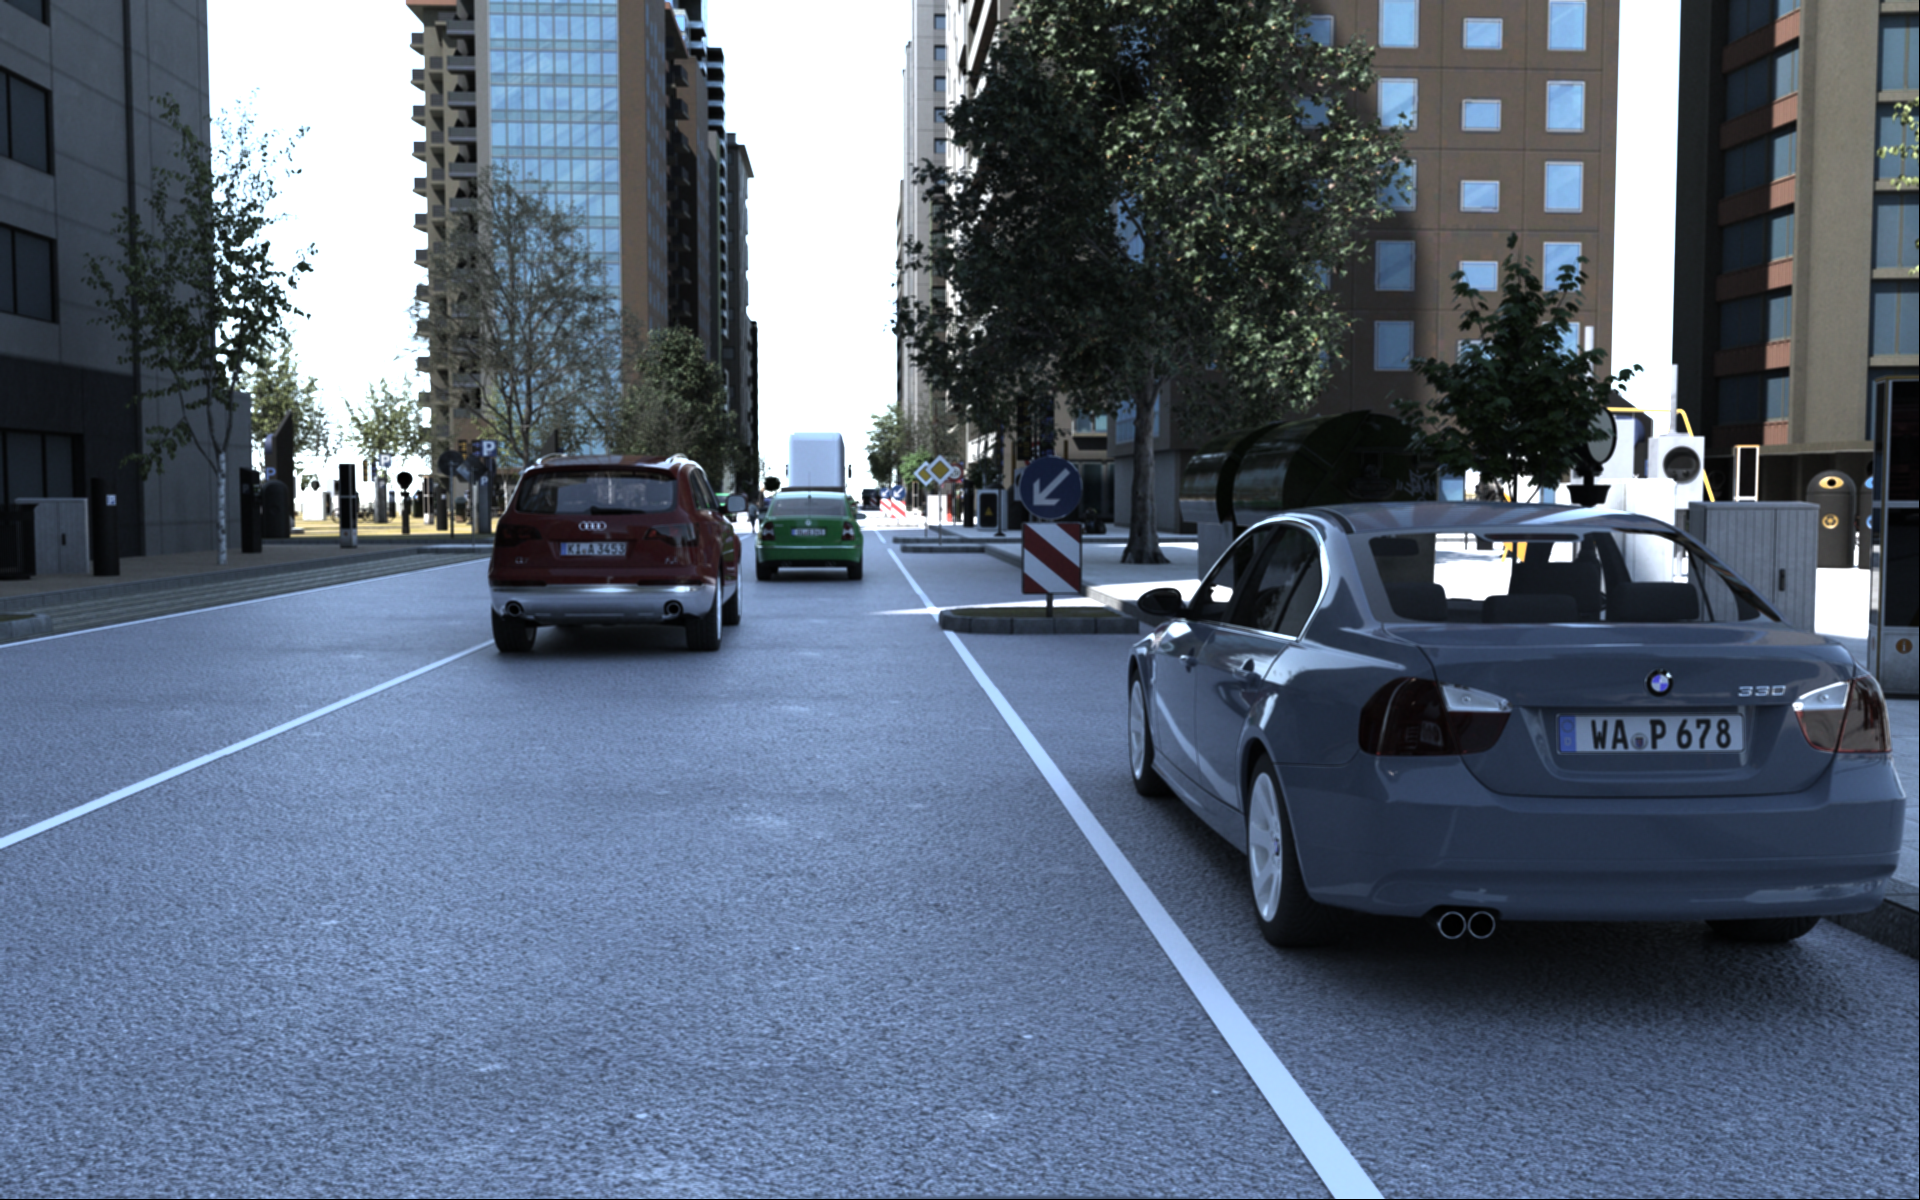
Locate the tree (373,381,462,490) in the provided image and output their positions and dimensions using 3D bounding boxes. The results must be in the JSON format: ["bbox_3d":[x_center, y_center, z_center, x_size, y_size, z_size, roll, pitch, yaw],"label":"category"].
[{"bbox_3d":[-34.611,-9.881,111.917,4.360,8.622,3.978,0,3,0],"label":"tree"}]

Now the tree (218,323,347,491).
[{"bbox_3d":[-28.942,-7.474,72.566,4.360,8.622,3.978,0,3,0],"label":"tree"}]

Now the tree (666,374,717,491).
[{"bbox_3d":[-17.875,-9.437,104.654,4.360,8.622,3.978,0,3,0],"label":"tree"}]

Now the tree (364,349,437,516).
[{"bbox_3d":[-29.230,-8.353,86.933,4.737,8.622,4.395,0,3,0],"label":"tree"}]

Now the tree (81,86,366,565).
[{"bbox_3d":[-13.595,-4.963,31.500,4.737,8.622,4.395,0,3,0],"label":"tree"}]

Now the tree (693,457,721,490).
[{"bbox_3d":[-21.108,-9.688,142.115,4.285,4.588,4.351,0,3,0],"label":"tree"}]

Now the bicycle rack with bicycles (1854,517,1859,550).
[{"bbox_3d":[19.457,-1.652,40.386,2.852,0.926,2.925,-3,4,-36],"label":"bicycle rack with bicycles"}]

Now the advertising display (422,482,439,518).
[{"bbox_3d":[-28.188,-5.325,92.282,0.123,1.923,0.974,3,5,42],"label":"advertising display"}]

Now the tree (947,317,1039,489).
[{"bbox_3d":[1.124,-6.932,63.708,4.737,8.622,4.395,0,3,0],"label":"tree"}]

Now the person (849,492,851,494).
[{"bbox_3d":[-14.611,-13.421,228.658,1.217,1.735,0.721,-3,5,-42],"label":"person"}]

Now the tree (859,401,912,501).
[{"bbox_3d":[-8.339,-17.837,209.758,7.486,12.596,7.792,0,3,0],"label":"tree"}]

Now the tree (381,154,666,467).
[{"bbox_3d":[-16.158,-9.380,63.739,12.009,13.543,11.850,0,3,0],"label":"tree"}]

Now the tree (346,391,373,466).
[{"bbox_3d":[-39.066,-9.519,106.005,4.360,8.622,3.978,0,3,0],"label":"tree"}]

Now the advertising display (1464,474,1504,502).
[{"bbox_3d":[11.898,-2.079,39.199,0.974,1.923,0.123,2,4,29],"label":"advertising display"}]

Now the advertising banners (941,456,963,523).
[{"bbox_3d":[-0.443,-5.012,78.135,0.090,3.025,2.074,-2,4,-31],"label":"advertising banners"}]

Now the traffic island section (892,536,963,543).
[{"bbox_3d":[-0.988,-1.787,51.493,2.009,0.180,2.903,0,4,-4],"label":"traffic island section"}]

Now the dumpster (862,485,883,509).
[{"bbox_3d":[-8.246,-9.695,163.456,1.985,2.255,1.502,0,4,-3],"label":"dumpster"}]

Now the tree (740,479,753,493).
[{"bbox_3d":[-24.935,-12.571,200.134,1.663,3.219,1.824,0,3,0],"label":"tree"}]

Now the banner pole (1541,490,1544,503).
[{"bbox_3d":[17.347,-3.808,52.277,0.863,3.779,0.401,0,4,7],"label":"banner pole"}]

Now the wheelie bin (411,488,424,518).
[{"bbox_3d":[-29.311,-5.251,93.755,0.693,1.594,0.980,-2,4,-28],"label":"wheelie bin"}]

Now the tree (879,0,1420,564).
[{"bbox_3d":[3.412,-7.014,31.688,9.611,12.733,9.660,0,3,0],"label":"tree"}]

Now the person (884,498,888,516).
[{"bbox_3d":[-4.840,-6.152,113.371,0.425,1.301,0.394,1,4,14],"label":"person"}]

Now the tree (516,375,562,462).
[{"bbox_3d":[-21.447,-8.776,93.852,4.360,8.622,3.978,0,3,0],"label":"tree"}]

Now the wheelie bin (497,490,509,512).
[{"bbox_3d":[-32.839,-7.123,124.366,0.980,1.594,0.693,-1,4,-11],"label":"wheelie bin"}]

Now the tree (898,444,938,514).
[{"bbox_3d":[-2.435,-8.008,114.649,4.285,4.588,4.351,0,3,0],"label":"tree"}]

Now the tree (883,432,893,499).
[{"bbox_3d":[-3.390,-11.276,134.730,4.360,8.622,3.978,0,3,0],"label":"tree"}]

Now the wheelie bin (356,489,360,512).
[{"bbox_3d":[-41.107,-6.699,117.438,0.980,1.594,0.693,3,4,37],"label":"wheelie bin"}]

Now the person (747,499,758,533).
[{"bbox_3d":[-7.521,-3.038,62.859,0.352,1.250,0.332,-2,4,-35],"label":"person"}]

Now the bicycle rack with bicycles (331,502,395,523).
[{"bbox_3d":[-27.397,-4.029,79.248,2.925,0.926,2.852,-2,4,-27],"label":"bicycle rack with bicycles"}]

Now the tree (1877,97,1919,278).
[{"bbox_3d":[12.066,-4.191,18.887,4.737,8.622,4.395,0,3,0],"label":"tree"}]

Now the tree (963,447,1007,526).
[{"bbox_3d":[1.072,-4.607,69.919,1.663,3.219,1.824,0,3,0],"label":"tree"}]

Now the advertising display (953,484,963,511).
[{"bbox_3d":[0.011,-6.681,114.447,0.974,1.923,0.123,-1,4,-13],"label":"advertising display"}]

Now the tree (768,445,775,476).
[{"bbox_3d":[-27.607,-17.674,239.334,4.360,8.622,3.978,0,3,0],"label":"tree"}]

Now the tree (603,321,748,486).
[{"bbox_3d":[-18.826,-12.083,114.563,9.611,12.733,9.660,0,3,0],"label":"tree"}]

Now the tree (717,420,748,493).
[{"bbox_3d":[-21.936,-12.620,156.698,4.360,8.622,3.978,0,3,0],"label":"tree"}]

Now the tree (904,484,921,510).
[{"bbox_3d":[-3.778,-9.011,141.929,1.663,3.219,1.824,0,3,0],"label":"tree"}]

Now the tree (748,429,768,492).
[{"bbox_3d":[-23.011,-14.114,181.122,4.360,8.622,3.978,0,3,0],"label":"tree"}]

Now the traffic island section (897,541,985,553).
[{"bbox_3d":[-0.479,-1.299,43.524,2.009,0.180,2.903,0,4,-4],"label":"traffic island section"}]

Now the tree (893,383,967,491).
[{"bbox_3d":[-1.053,-9.555,106.583,4.360,8.622,3.978,0,3,0],"label":"tree"}]

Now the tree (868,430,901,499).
[{"bbox_3d":[-8.417,-15.140,197.900,4.737,8.622,4.395,0,3,0],"label":"tree"}]

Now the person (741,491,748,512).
[{"bbox_3d":[-17.343,-7.946,139.362,0.756,1.711,0.436,2,4,25],"label":"person"}]

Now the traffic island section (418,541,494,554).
[{"bbox_3d":[-12.047,-1.255,42.792,2.009,0.180,2.903,0,4,-4],"label":"traffic island section"}]

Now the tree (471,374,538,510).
[{"bbox_3d":[-27.476,-9.442,104.731,4.737,8.622,4.395,0,3,0],"label":"tree"}]

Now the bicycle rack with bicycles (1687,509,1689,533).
[{"bbox_3d":[19.128,-1.826,43.236,2.925,0.926,2.852,-2,4,-32],"label":"bicycle rack with bicycles"}]

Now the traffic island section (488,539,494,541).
[{"bbox_3d":[-12.556,-1.742,50.761,2.009,0.180,2.903,0,4,-4],"label":"traffic island section"}]

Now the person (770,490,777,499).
[{"bbox_3d":[-18.885,-10.357,177.801,1.348,1.831,0.705,-2,4,-26],"label":"person"}]

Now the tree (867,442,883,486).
[{"bbox_3d":[-10.145,-16.969,227.808,4.360,8.622,3.978,0,3,0],"label":"tree"}]

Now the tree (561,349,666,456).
[{"bbox_3d":[-16.940,-8.235,85.006,4.360,8.622,3.978,0,3,0],"label":"tree"}]

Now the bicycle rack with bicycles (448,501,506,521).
[{"bbox_3d":[-23.551,-4.335,84.251,2.925,0.926,2.852,0,4,7],"label":"bicycle rack with bicycles"}]

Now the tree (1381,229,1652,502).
[{"bbox_3d":[4.088,-1.114,12.818,1.663,3.219,1.824,0,3,0],"label":"tree"}]

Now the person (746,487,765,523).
[{"bbox_3d":[-10.159,-4.775,86.793,0.699,1.804,1.509,3,4,37],"label":"person"}]

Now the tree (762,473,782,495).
[{"bbox_3d":[-28.813,-17.212,265.135,4.285,4.588,4.351,0,3,0],"label":"tree"}]

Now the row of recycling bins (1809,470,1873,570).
[{"bbox_3d":[15.854,-1.335,28.937,1.069,1.692,3.534,-2,4,-32],"label":"row of recycling bins"}]
